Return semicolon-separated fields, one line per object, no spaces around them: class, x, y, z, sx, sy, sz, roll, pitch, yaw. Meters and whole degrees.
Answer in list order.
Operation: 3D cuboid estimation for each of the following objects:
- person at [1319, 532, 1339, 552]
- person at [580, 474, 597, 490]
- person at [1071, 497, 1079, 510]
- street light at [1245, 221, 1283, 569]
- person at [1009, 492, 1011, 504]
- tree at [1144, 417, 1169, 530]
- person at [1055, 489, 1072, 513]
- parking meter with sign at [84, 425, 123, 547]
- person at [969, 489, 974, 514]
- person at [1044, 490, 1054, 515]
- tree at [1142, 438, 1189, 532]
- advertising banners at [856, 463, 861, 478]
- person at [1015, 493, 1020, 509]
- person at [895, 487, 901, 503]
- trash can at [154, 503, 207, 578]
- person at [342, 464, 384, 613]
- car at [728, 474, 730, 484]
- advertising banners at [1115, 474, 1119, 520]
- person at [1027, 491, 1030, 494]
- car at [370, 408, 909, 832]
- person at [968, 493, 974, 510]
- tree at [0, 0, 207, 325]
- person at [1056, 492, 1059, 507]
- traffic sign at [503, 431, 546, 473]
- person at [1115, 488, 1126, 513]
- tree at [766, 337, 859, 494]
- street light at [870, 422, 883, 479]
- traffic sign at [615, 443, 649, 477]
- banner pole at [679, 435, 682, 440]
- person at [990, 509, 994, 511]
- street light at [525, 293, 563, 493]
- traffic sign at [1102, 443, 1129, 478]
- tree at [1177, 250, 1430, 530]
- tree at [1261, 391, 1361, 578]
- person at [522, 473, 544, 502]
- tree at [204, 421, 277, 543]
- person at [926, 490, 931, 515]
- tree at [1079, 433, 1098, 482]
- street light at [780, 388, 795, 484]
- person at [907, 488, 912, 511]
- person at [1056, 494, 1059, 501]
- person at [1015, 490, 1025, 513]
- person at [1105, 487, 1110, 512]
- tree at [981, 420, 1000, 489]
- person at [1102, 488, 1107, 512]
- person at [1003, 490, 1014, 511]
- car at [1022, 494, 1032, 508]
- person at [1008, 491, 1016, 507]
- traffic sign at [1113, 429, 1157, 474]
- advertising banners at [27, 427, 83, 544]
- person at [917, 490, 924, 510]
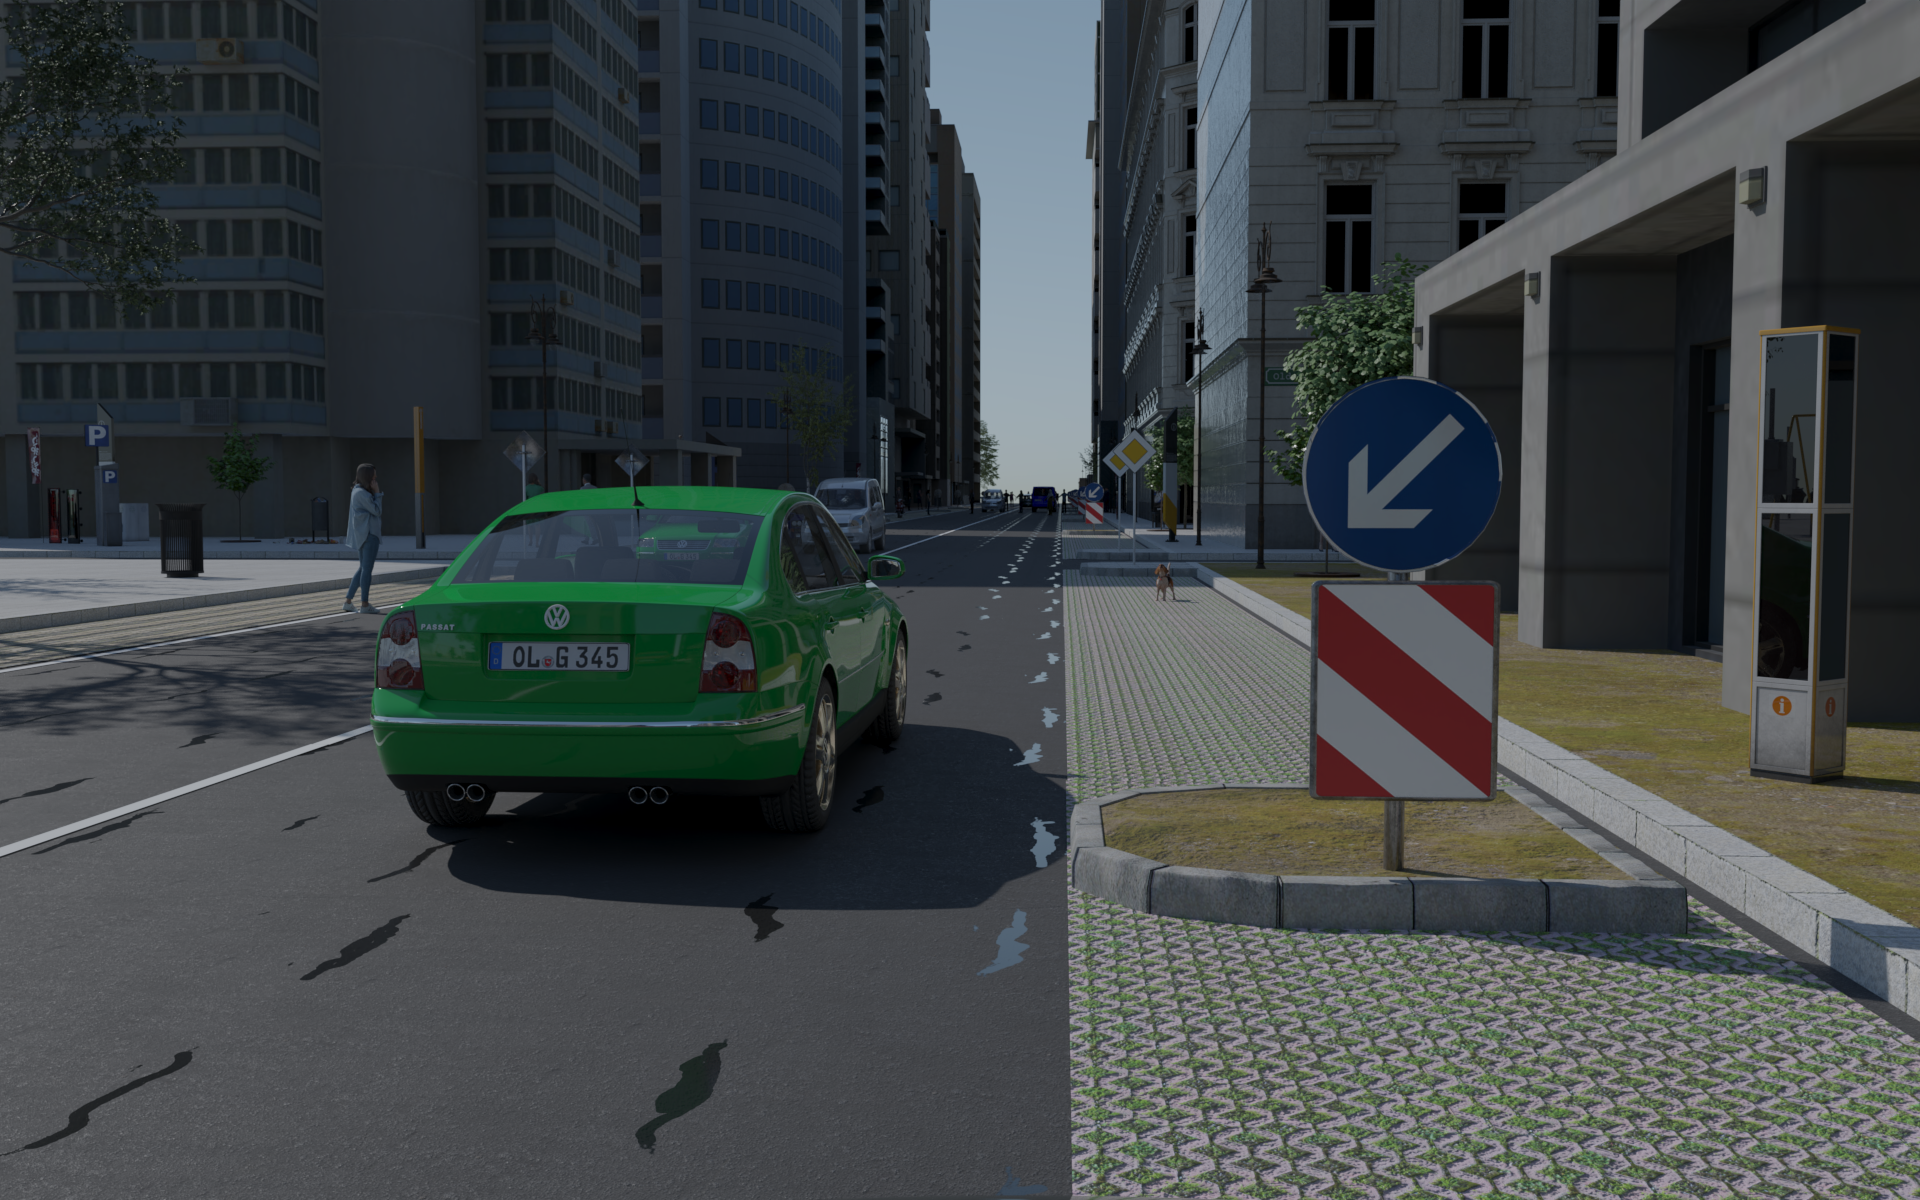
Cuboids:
person;8.193;-1.973;38.331;0.581;1.822;0.654;-1;4;-11
person;-9.381;-2.289;43.746;0.850;1.792;0.678;3;5;39
person;10.046;-8.464;147.400;1.217;1.766;0.721;2;4;29
street light;5.168;-3.475;29.599;0.468;5.910;1.993;0;4;3
person;7.335;-14.949;253.593;0.721;1.739;1.217;-3;4;-36
tree;8.098;-4.840;62.848;4.285;4.588;4.351;0;3;0
person;7.820;-7.450;130.298;1.348;1.826;0.705;2;4;29
parking meter with sign;-21.173;-2.855;42.938;0.543;3.016;1.738;-3;4;-38
person;0.818;-7.125;125.125;0.705;1.807;1.348;0;4;4
person;6.023;-6.599;117.121;0.721;1.736;1.217;-2;4;-27
tree;7.062;-3.970;59.518;1.663;3.219;1.824;0;3;0
advertising banners;-6.053;-6.126;96.355;0.090;3.025;2.074;2;4;30
person;6.039;-9.966;171.535;1.348;1.812;0.705;2;4;30
person;-4.378;-7.083;122.405;0.434;1.755;0.990;1;4;16
trash can;-12.005;-0.921;26.716;0.748;1.137;0.748;0;3;0
person;-7.189;-0.738;20.839;0.793;1.790;0.793;2;4;25
car;-4.112;-1.231;28.921;1.959;1.807;4.718;0;4;4
advertising banners;7.953;-5.590;87.590;0.090;3.025;2.074;0;4;1
person;7.450;-10.914;187.673;1.217;1.736;0.721;-1;4;-11
car;-1.327;0.001;8.779;1.959;1.807;4.718;0;4;5
person;0.978;-9.234;159.347;0.599;1.838;0.709;1;4;22
tree;-11.565;-5.108;17.930;7.601;10.594;8.767;-1;4;-12
person;10.357;-10.819;185.831;0.683;1.767;0.568;2;4;33
traffic sign;-8.015;-1.813;31.835;0.795;2.593;0.064;0;4;3
person;10.733;-6.682;116.124;1.217;1.723;0.721;3;5;42
tree;-6.987;-8.069;82.283;4.737;8.622;4.395;0;3;0
street light;-5.449;-8.443;110.825;0.468;5.910;1.993;0;4;3
traffic sign;-7.548;-2.301;39.806;0.795;2.593;0.064;0;4;3
banner pole;-12.041;-5.111;73.575;0.401;3.779;0.863;3;5;43
person;2.707;-8.456;146.855;0.705;1.812;1.348;-1;4;-19
street light;-9.602;-4.117;40.103;0.468;5.910;1.993;0;4;3
traffic sign;3.626;-2.260;39.133;0.795;2.593;0.064;0;4;3
tree;6.021;-2.436;23.542;4.285;4.588;4.351;0;3;0
tree;5.767;-1.986;27.067;1.663;3.219;1.824;0;3;0
person;-10.290;-2.169;41.761;0.600;1.795;0.529;-1;4;-23
tree;-19.306;-3.148;46.077;1.663;3.219;1.824;0;3;0
person;-2.027;-6.565;116.558;0.721;1.735;1.217;0;4;0
tree;15.903;-15.098;197.212;4.737;8.622;4.395;0;3;0
street light;-7.531;-6.295;75.717;0.468;5.910;1.993;0;4;3
person;-3.815;-7.741;133.436;0.721;1.723;1.217;0;4;6
person;10.068;-10.739;184.633;0.990;1.755;0.434;1;4;21
person;4.555;-7.462;131.222;0.721;1.735;1.217;3;4;37
person;10.280;-7.085;122.327;0.568;1.767;0.683;1;4;12
tree;2.504;-21.161;264.110;7.486;12.596;7.792;0;3;0
person;10.143;-7.011;121.590;0.530;1.710;0.541;2;4;30
person;3.812;-8.238;143.321;1.348;1.807;0.705;1;4;11
car;6.538;-9.445;164.208;2.009;1.686;4.222;0;4;3
person;5.714;-10.986;188.801;1.217;1.739;0.721;-1;4;-18
traffic sign;3.159;-1.772;31.162;0.795;2.593;0.064;0;4;3
advertising banners;-23.478;-2.979;44.897;2.074;3.025;0.090;2;4;28
person;-3.267;-8.255;142.483;0.593;1.643;0.415;-1;4;-10
